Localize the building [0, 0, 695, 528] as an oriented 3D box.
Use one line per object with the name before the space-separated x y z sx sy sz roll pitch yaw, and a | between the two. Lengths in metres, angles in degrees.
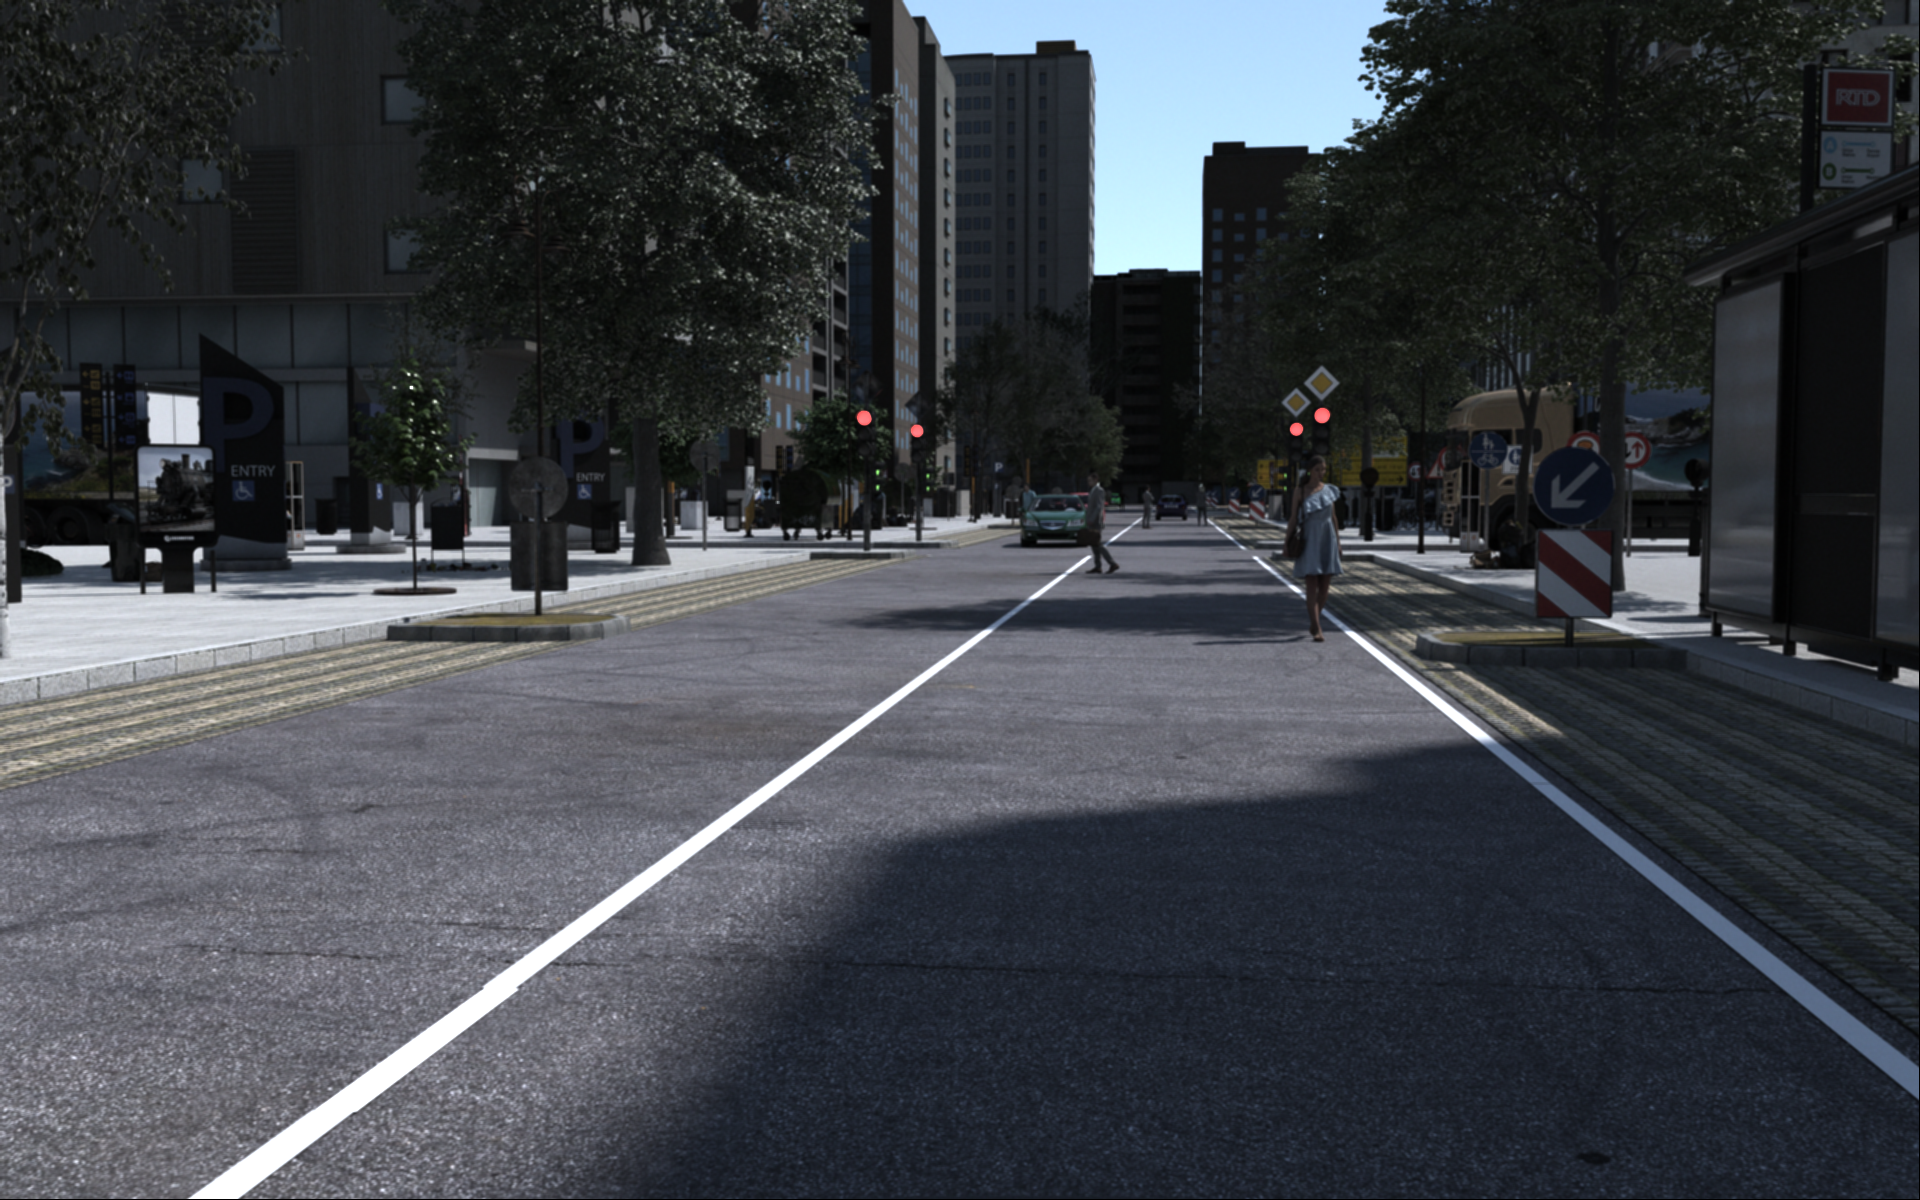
building | -27.822 -29.794 76.375 28.713 52.752 27.495 0 4 7

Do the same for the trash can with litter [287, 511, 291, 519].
trash can with litter | -13.945 -1.419 34.580 0.624 1.170 1.055 2 4 26

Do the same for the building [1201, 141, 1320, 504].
building | 38.282 -35.024 222.749 14.200 45.320 14.600 0 4 7

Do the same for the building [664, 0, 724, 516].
building | -17.260 -27.827 105.088 14.600 45.320 14.200 0 4 7

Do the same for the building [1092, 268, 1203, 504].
building | 24.257 -27.732 225.113 14.107 30.474 14.160 0 4 7

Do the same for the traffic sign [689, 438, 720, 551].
traffic sign | -5.802 -2.396 39.285 0.768 2.556 0.104 1 4 16

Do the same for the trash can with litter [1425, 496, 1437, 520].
trash can with litter | 22.844 -4.417 83.611 0.624 1.170 1.055 0 4 -5

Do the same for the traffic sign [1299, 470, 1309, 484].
traffic sign | 14.581 -4.337 73.047 0.606 2.300 0.079 1 4 12

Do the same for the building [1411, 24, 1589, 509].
building | 52.404 -27.065 134.391 32.217 40.220 23.993 0 4 7

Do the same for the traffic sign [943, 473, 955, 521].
traffic sign | -0.540 -4.901 82.254 0.606 2.300 0.079 1 4 17

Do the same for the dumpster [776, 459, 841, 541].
dumpster | -4.225 -2.793 48.161 1.502 2.255 1.985 0 4 7

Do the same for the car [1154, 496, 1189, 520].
car | 11.678 -5.080 95.637 1.945 1.354 3.894 0 4 7

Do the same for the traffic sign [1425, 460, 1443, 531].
traffic sign | 16.456 -3.645 59.596 0.884 2.594 0.081 1 4 11

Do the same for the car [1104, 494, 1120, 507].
car | 16.901 -11.176 191.529 1.959 1.807 4.718 0 4 7

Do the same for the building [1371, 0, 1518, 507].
building | 51.748 -51.908 161.372 22.319 86.520 31.000 0 4 7

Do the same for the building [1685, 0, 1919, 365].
building | 35.867 -12.612 60.950 16.860 20.320 10.420 0 4 7

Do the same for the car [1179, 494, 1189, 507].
car | 18.100 -8.243 144.561 2.009 1.686 4.222 0 4 6

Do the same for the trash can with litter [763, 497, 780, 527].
trash can with litter | -7.020 -3.444 67.361 2.233 1.210 1.678 0 4 4

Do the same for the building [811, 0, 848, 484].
building | -17.468 -42.575 134.357 20.563 71.187 20.611 0 4 7

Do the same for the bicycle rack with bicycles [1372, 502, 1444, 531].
bicycle rack with bicycles | 15.810 -2.978 62.080 2.852 0.926 2.925 -1 4 -21

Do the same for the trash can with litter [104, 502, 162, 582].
trash can with litter | -11.967 -0.858 25.411 1.055 1.170 0.624 1 4 8

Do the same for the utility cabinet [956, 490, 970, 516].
utility cabinet | 0.167 -5.610 100.402 0.318 1.500 1.173 2 4 26

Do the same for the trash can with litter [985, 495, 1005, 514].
trash can with litter | 2.260 -6.040 109.812 2.233 1.210 1.678 -1 4 -14

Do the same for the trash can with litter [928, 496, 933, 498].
trash can with litter | -1.768 -5.836 106.804 0.624 1.170 1.055 1 4 16

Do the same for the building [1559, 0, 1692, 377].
building | 37.065 -17.991 81.537 14.401 28.519 23.554 0 4 7

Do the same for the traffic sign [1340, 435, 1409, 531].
traffic sign | 14.222 -4.014 59.498 2.265 3.308 0.079 1 4 15

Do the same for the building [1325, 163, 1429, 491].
building | 60.126 -34.821 223.942 28.867 44.769 22.147 0 4 7

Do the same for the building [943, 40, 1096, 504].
building | 3.661 -42.086 230.106 28.212 58.520 21.231 0 4 7

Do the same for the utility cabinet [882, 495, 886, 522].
utility cabinet | -3.885 -4.114 78.418 1.020 1.237 0.306 -2 4 -26

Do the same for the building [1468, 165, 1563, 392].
building | 39.613 -16.141 105.712 13.314 21.916 24.055 0 4 7

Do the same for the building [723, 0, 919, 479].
building | -11.486 -30.691 151.913 14.600 45.320 14.200 0 4 7

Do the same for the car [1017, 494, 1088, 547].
car | 2.707 -2.229 48.242 2.131 1.459 4.920 0 4 6

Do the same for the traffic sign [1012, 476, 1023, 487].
traffic sign | 4.015 -7.451 121.934 0.768 2.556 0.104 1 4 9

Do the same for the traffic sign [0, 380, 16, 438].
traffic sign | -10.381 -1.120 18.422 0.768 2.556 0.104 1 4 12

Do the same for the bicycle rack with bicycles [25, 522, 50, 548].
bicycle rack with bicycles | -22.686 -1.604 39.611 2.925 0.926 2.852 -1 4 -16

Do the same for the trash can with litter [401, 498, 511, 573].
trash can with litter | -8.200 -1.102 29.077 2.233 1.210 1.678 -1 4 -16

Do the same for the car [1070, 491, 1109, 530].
car | 4.963 -3.751 70.370 2.155 1.783 4.494 0 4 6

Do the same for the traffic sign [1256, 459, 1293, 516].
traffic sign | 18.236 -6.481 99.834 2.265 3.308 0.079 1 4 15

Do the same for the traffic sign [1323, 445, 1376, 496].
traffic sign | 15.607 -4.640 69.745 2.265 3.308 0.079 0 4 8

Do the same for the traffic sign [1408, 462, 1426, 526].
traffic sign | 18.112 -4.202 68.812 0.768 2.556 0.104 1 4 10

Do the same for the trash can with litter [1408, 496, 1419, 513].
trash can with litter | 27.251 -5.673 104.142 0.624 1.170 1.055 2 4 35

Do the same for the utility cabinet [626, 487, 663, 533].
utility cabinet | -10.375 -2.954 56.979 1.173 1.500 0.318 0 4 -2

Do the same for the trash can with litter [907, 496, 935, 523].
trash can with litter | -2.188 -4.021 76.794 1.678 1.210 2.233 -1 4 -22

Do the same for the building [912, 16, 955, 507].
building | -12.231 -33.734 175.245 21.600 48.544 21.300 0 4 7

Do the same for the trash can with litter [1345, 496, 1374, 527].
trash can with litter | 15.309 -3.461 67.649 1.678 1.210 2.233 1 4 15

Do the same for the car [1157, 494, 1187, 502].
car | 14.246 -6.524 116.451 2.009 1.686 4.222 1 4 8

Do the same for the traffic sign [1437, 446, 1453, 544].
traffic sign | 12.746 -2.739 44.888 0.768 2.556 0.104 1 4 10

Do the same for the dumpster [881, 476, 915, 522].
dumpster | -2.831 -4.792 80.842 1.502 2.255 1.985 0 4 7

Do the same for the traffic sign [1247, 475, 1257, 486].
traffic sign | 19.778 -7.149 116.890 0.884 2.594 0.081 1 4 9

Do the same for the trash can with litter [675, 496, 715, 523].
trash can with litter | -12.030 -4.041 77.126 2.233 1.210 1.678 -1 4 -12
